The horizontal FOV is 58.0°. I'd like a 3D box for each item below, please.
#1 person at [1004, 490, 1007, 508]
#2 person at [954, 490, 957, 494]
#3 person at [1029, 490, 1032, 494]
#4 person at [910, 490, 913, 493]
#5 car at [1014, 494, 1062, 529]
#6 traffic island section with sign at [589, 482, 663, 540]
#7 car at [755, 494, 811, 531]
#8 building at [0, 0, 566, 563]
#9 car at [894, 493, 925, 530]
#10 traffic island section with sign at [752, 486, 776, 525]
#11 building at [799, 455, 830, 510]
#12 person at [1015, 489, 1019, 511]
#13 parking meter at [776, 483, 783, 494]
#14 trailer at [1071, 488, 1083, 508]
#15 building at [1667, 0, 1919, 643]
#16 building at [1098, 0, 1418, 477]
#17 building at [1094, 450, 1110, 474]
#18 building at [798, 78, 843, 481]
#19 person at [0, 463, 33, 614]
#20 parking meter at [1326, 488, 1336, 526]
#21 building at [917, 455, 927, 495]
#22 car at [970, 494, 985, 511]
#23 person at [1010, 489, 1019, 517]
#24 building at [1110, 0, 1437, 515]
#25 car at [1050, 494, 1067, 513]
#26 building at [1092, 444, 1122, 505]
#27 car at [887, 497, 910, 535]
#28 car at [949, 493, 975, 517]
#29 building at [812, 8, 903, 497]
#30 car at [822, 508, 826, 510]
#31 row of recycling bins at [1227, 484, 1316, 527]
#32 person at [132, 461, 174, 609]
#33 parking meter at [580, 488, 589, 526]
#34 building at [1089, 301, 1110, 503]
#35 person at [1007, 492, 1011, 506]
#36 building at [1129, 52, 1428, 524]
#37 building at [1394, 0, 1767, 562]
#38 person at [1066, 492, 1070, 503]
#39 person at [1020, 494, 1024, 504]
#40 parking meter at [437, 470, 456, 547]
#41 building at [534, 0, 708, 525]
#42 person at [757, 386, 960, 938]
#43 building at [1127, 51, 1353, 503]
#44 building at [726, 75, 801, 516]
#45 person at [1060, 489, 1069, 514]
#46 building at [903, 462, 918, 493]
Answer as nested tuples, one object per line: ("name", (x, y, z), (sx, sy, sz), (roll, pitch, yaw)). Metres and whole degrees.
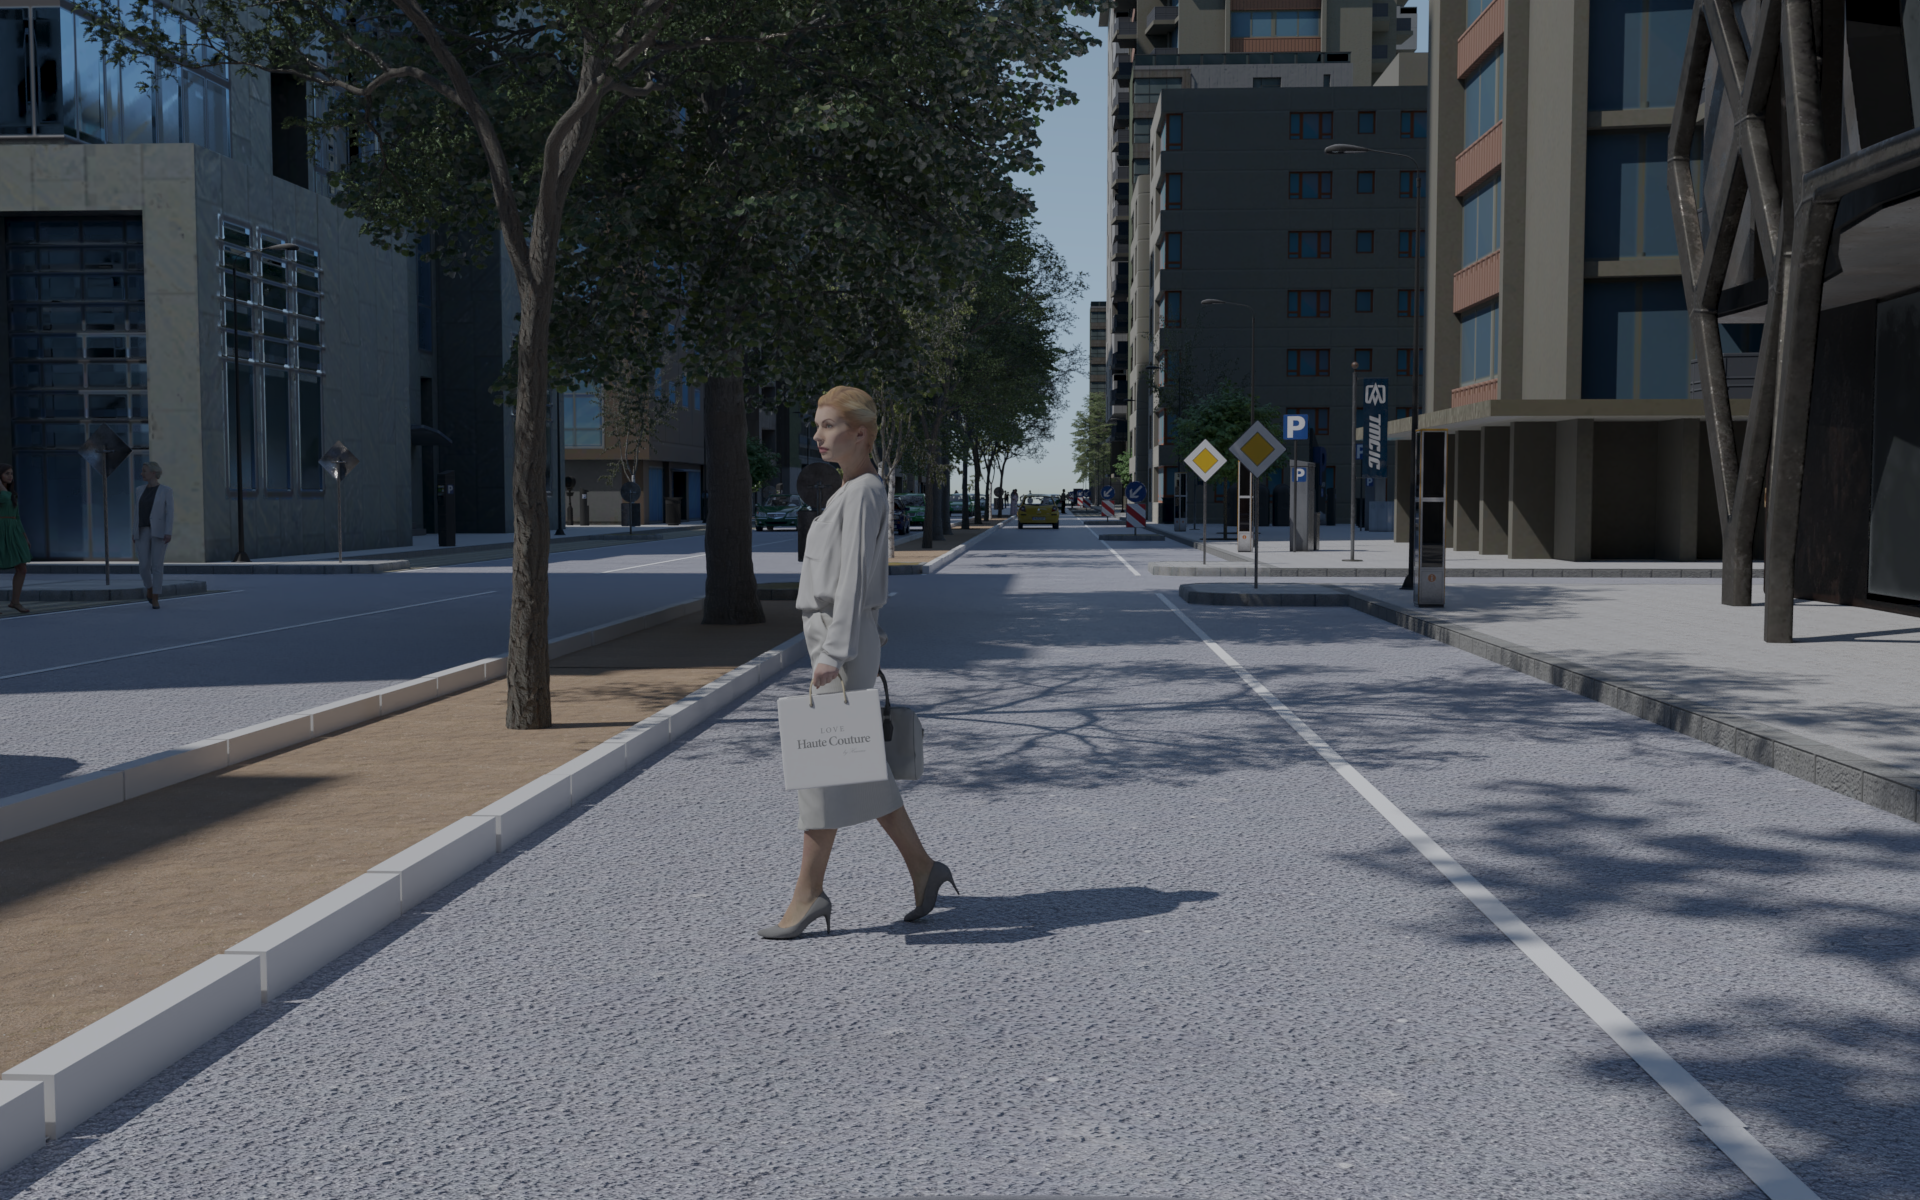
("person", (4.528, -10.140, 174.309), (0.705, 1.822, 1.348), (0, 4, -2))
("person", (-0.332, -9.278, 160.328), (0.705, 1.807, 1.348), (3, 5, 42))
("person", (6.702, -9.626, 165.964), (0.705, 1.814, 1.350), (-3, 5, -44))
("person", (-3.764, -7.890, 138.291), (0.721, 1.735, 1.217), (-3, 4, -37))
("car", (3.251, -3.797, 72.303), (2.015, 1.641, 3.980), (0, 4, 1))
("traffic island section with sign", (-10.424, -2.801, 54.426), (1.989, 1.847, 2.006), (0, 4, 3))
("car", (-6.887, -3.439, 68.020), (2.131, 1.459, 4.920), (0, 4, 2))
("building", (-24.357, -44.827, 45.598), (22.319, 86.520, 31.000), (0, 4, 3))
("car", (-2.040, -3.640, 68.315), (1.959, 1.807, 4.718), (0, 4, 2))
("traffic island section with sign", (-8.983, -4.458, 81.516), (1.989, 1.847, 2.006), (0, 4, 3))
("building", (-19.716, -41.535, 117.354), (20.563, 71.187, 20.611), (0, 4, 3))
("person", (4.051, -7.234, 126.715), (0.705, 1.831, 1.348), (-1, 4, -20))
("parking meter", (-9.807, -5.408, 94.138), (0.255, 1.863, 0.399), (1, 4, 21))
("trailer", (11.994, -10.338, 176.081), (1.471, 1.999, 3.904), (0, 4, 2))
("building", (15.010, -8.904, 13.036), (16.820, 18.784, 16.811), (0, 4, 3))
("building", (27.948, -35.315, 166.640), (28.713, 52.752, 27.495), (0, 4, 3))
("building", (29.719, -56.338, 233.803), (22.319, 86.520, 31.000), (0, 4, 3))
("building", (-24.584, -27.460, 140.850), (32.217, 40.220, 23.993), (0, 4, 3))
("person", (-11.365, -0.724, 20.588), (0.529, 1.795, 0.600), (0, 4, 2))
("parking meter", (14.995, -3.766, 69.977), (0.372, 1.533, 0.369), (0, 3, 0))
("building", (-11.038, -34.376, 212.150), (14.600, 45.320, 14.200), (0, 4, 3))
("car", (1.290, -7.183, 129.239), (2.131, 1.459, 4.920), (0, 4, 1))
("person", (3.413, -6.117, 109.185), (0.621, 1.740, 0.551), (3, 4, 37))
("building", (23.347, -29.603, 138.627), (22.147, 44.769, 28.867), (0, 4, 3))
("car", (7.112, -7.411, 132.974), (2.131, 1.459, 4.920), (0, 4, 4))
("building", (26.533, -47.119, 208.647), (20.563, 71.187, 20.611), (0, 4, 3))
("car", (-2.726, -3.004, 61.701), (1.945, 1.354, 3.894), (0, 4, 2))
("car", (-0.018, -6.215, 110.403), (1.959, 1.807, 4.718), (0, 4, 3))
("building", (-16.922, -32.990, 163.084), (21.300, 48.544, 21.600), (0, 4, 3))
("car", (-5.640, -4.396, 81.469), (1.945, 1.707, 3.694), (0, 4, 2))
("row of recycling bins", (12.392, -3.778, 68.876), (3.534, 1.692, 1.069), (0, 4, -4))
("person", (-10.181, -0.825, 21.867), (0.514, 1.842, 0.818), (-1, 4, -19))
("parking meter", (-15.174, -3.766, 69.978), (0.372, 1.533, 0.369), (0, 3, 0))
("building", (26.257, -29.758, 258.241), (14.160, 30.474, 14.107), (0, 4, 3))
("person", (5.659, -12.112, 207.360), (0.721, 1.723, 1.217), (3, 5, 42))
("building", (23.156, -14.850, 87.845), (27.650, 21.520, 28.899), (0, 4, 3))
("building", (24.657, -23.588, 40.289), (28.867, 44.769, 22.147), (0, 4, 3))
("person", (15.297, -14.355, 243.735), (0.617, 1.759, 0.750), (3, 5, 39))
("person", (8.801, -14.272, 245.029), (0.628, 1.438, 0.799), (3, 5, 39))
("parking meter", (-12.551, -2.238, 42.308), (0.255, 1.863, 0.399), (2, 4, 25))
("building", (-19.241, -26.120, 77.169), (14.600, 45.320, 14.200), (0, 4, 3))
("person", (-0.326, 0.197, 5.633), (0.624, 1.780, 0.694), (0, 4, 7))
("building", (18.380, -21.138, 117.309), (14.160, 30.474, 14.107), (0, 4, 3))
("building", (-17.194, -20.081, 100.025), (14.160, 30.474, 14.107), (0, 4, 3))
("person", (7.594, -7.196, 126.165), (0.705, 1.823, 1.348), (-1, 4, -22))
("building", (-9.329, -34.949, 255.008), (14.154, 41.232, 14.086), (0, 4, 3))
